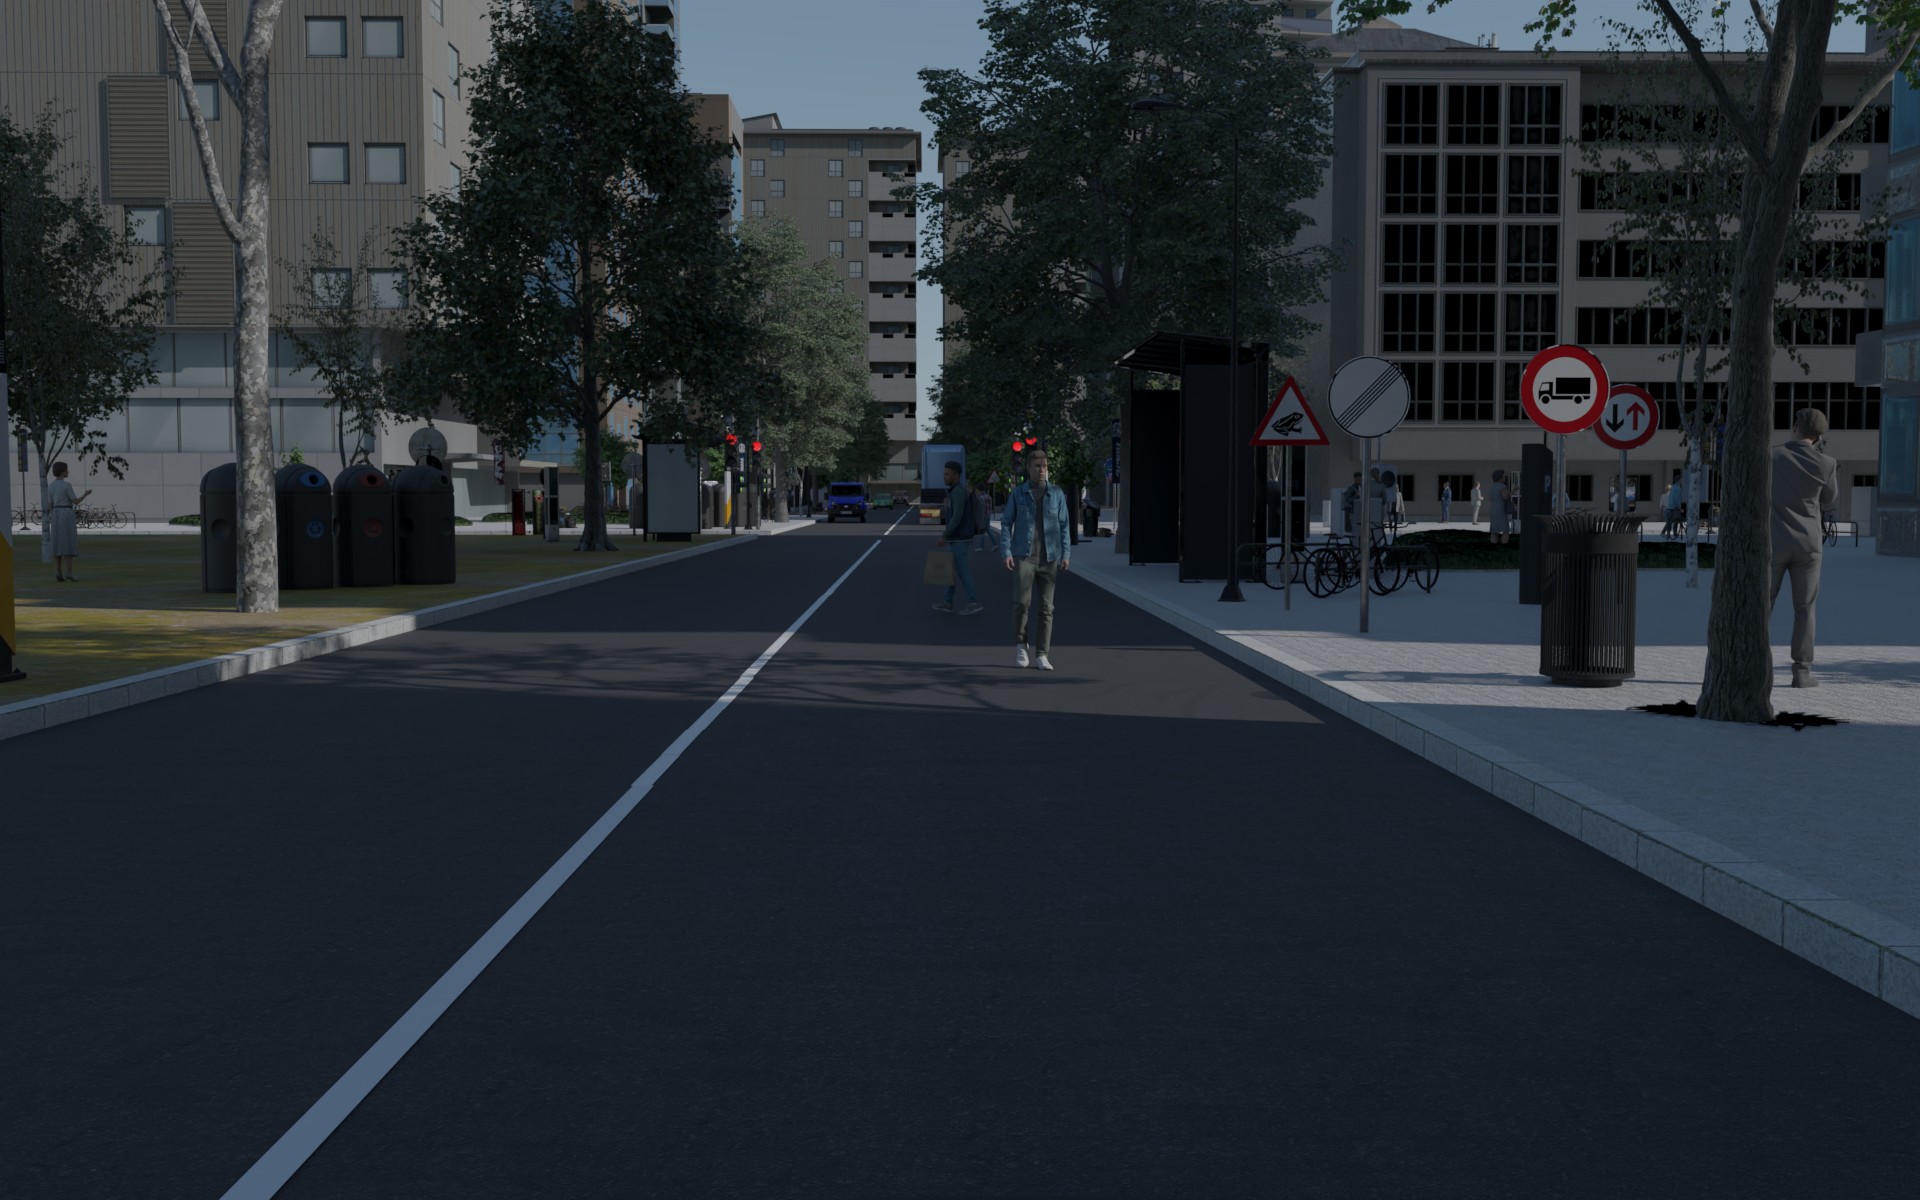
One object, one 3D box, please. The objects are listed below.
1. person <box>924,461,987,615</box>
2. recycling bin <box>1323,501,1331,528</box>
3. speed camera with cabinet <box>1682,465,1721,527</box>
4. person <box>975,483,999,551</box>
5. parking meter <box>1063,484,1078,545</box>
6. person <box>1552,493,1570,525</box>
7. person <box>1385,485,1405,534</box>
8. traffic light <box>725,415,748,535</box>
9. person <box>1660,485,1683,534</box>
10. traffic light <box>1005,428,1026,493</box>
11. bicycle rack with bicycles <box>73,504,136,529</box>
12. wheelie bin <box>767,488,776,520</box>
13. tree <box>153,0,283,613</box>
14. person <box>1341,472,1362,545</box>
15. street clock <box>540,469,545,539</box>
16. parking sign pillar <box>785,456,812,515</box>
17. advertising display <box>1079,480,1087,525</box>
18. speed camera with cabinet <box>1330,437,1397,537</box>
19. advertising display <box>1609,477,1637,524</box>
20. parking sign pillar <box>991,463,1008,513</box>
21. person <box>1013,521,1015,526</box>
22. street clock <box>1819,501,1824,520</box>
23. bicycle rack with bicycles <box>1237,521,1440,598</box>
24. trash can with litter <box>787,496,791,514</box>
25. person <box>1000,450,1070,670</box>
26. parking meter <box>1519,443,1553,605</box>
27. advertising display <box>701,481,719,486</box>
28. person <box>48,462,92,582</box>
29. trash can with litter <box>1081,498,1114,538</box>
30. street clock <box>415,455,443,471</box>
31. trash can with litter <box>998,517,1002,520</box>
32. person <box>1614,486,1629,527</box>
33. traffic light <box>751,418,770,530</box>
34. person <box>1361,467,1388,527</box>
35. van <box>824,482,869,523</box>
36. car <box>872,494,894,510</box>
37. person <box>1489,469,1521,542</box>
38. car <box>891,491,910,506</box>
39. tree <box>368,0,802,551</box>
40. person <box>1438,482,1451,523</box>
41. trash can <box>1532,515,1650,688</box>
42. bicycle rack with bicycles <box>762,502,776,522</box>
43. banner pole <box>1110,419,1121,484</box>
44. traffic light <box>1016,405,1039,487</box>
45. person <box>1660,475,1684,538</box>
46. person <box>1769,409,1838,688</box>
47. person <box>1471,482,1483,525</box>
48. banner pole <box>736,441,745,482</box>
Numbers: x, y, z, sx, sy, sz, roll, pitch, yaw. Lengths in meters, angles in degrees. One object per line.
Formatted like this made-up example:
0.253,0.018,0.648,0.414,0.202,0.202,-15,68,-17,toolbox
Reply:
-0.065,-0.739,20.560,0.713,1.824,0.794,1,4,20,person
14.428,-3.314,66.746,0.722,1.027,0.722,0,4,-6,recycling bin
22.456,-3.474,51.141,2.038,3.252,0.660,2,4,29,speed camera with cabinet
0.613,-2.086,43.447,0.643,1.720,0.563,3,4,37,person
2.779,-2.143,43.448,0.372,1.533,0.369,0,3,0,parking meter
18.908,-2.857,54.569,0.589,1.601,0.330,3,5,40,person
14.644,-3.025,58.134,0.709,1.800,0.728,1,4,13,person
-7.070,-3.984,54.064,0.839,4.253,0.868,0,4,-1,traffic light
23.846,-2.990,58.065,0.731,1.740,0.598,2,4,24,person
2.027,-4.485,62.251,0.839,4.253,0.868,0,4,-1,traffic light
-32.237,-3.120,64.398,2.852,0.926,2.925,3,4,36,bicycle rack with bicycles
-9.029,-4.718,85.047,0.980,1.594,0.693,3,4,38,wheelie bin
-8.636,-10.001,19.407,12.611,20.169,13.585,0,3,0,tree
8.920,-1.990,38.927,0.721,1.781,0.623,3,4,38,person
-11.757,-2.736,49.311,0.358,2.002,0.471,1,4,9,street clock
-9.815,-7.225,106.597,1.447,3.967,1.447,3,5,41,parking sign pillar
5.184,-4.158,73.192,0.123,1.923,0.974,1,4,16,advertising display
12.209,-3.548,52.344,2.038,3.252,0.660,-2,4,-23,speed camera with cabinet
25.346,-3.734,66.272,0.974,1.923,0.123,2,4,29,advertising display
2.828,-7.872,117.176,1.447,3.967,1.447,2,4,25,parking sign pillar
2.293,-3.817,69.198,0.760,1.731,0.466,3,5,40,person
30.920,-3.525,62.210,0.471,2.002,0.358,0,4,-7,street clock
5.085,-0.571,22.722,2.925,0.926,2.852,-2,4,-24,bicycle rack with bicycles
-12.460,-6.637,119.895,1.055,1.170,0.624,-2,4,-33,trash can with litter
0.617,-0.326,14.178,0.601,1.785,0.444,0,4,-5,person
6.724,-0.887,20.211,0.255,1.863,0.399,3,4,38,parking meter
-12.694,-5.066,88.048,0.974,1.923,0.123,-3,4,-36,advertising display
-13.046,-1.146,25.355,0.480,1.755,0.524,1,4,14,person
4.110,-2.455,51.528,1.055,1.170,0.624,3,4,38,trash can with litter
-9.801,-1.678,32.004,0.471,2.002,0.358,-1,4,-13,street clock
2.695,-4.516,84.892,2.233,1.210,1.678,1,4,9,trash can with litter
19.052,-2.536,50.105,0.523,1.515,0.503,0,4,-8,person
-7.232,-4.473,62.048,0.839,4.253,0.868,0,4,-1,traffic light
7.946,-1.651,33.307,0.520,1.790,0.573,1,4,11,person
-5.710,-5.099,87.750,2.240,2.365,5.245,0,4,-2,van
-6.933,-9.002,155.971,1.959,1.807,4.718,0,4,-1,car
10.909,-1.726,34.619,0.532,1.782,0.716,-1,4,-17,person
-7.156,-12.180,207.812,2.281,1.827,5.304,0,4,-1,car
-8.373,-7.449,38.795,9.611,12.733,9.660,0,3,0,tree
21.231,-4.250,75.708,0.419,1.800,0.721,-1,4,-9,person
4.234,-0.001,11.671,0.748,1.137,0.748,0,3,0,trash can
-9.370,-4.084,80.154,2.852,0.926,2.925,1,4,16,bicycle rack with bicycles
4.818,-3.698,50.484,0.863,3.779,0.401,0,4,7,banner pole
2.189,-3.997,54.268,0.839,4.253,0.868,0,4,-1,traffic light
20.662,-2.701,50.232,0.620,1.820,0.660,0,4,-2,person
5.503,-0.351,11.592,0.655,1.846,0.447,1,4,18,person
21.522,-4.018,71.944,0.583,1.804,0.606,-1,4,-18,person
-9.041,-4.967,71.221,0.401,3.779,0.863,2,4,26,banner pole
